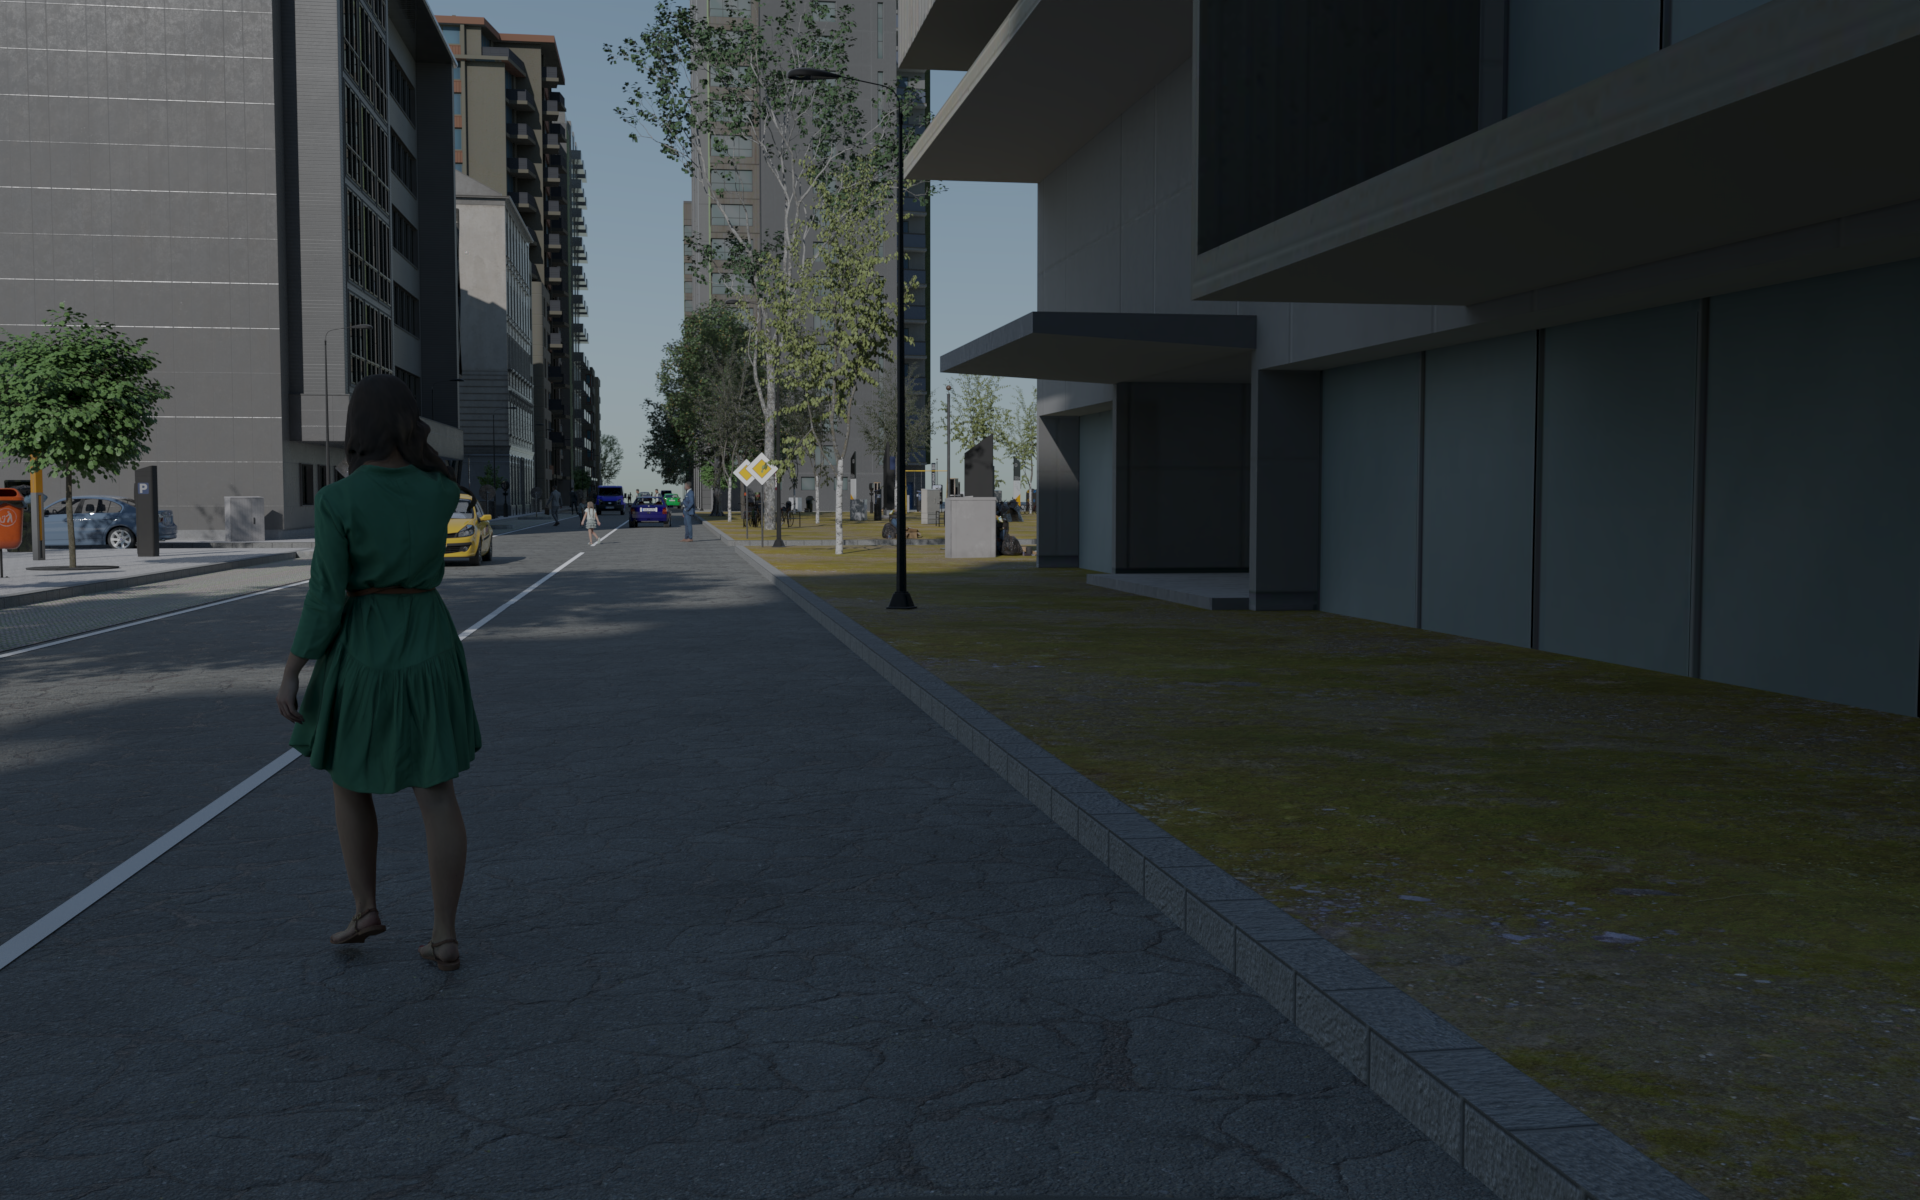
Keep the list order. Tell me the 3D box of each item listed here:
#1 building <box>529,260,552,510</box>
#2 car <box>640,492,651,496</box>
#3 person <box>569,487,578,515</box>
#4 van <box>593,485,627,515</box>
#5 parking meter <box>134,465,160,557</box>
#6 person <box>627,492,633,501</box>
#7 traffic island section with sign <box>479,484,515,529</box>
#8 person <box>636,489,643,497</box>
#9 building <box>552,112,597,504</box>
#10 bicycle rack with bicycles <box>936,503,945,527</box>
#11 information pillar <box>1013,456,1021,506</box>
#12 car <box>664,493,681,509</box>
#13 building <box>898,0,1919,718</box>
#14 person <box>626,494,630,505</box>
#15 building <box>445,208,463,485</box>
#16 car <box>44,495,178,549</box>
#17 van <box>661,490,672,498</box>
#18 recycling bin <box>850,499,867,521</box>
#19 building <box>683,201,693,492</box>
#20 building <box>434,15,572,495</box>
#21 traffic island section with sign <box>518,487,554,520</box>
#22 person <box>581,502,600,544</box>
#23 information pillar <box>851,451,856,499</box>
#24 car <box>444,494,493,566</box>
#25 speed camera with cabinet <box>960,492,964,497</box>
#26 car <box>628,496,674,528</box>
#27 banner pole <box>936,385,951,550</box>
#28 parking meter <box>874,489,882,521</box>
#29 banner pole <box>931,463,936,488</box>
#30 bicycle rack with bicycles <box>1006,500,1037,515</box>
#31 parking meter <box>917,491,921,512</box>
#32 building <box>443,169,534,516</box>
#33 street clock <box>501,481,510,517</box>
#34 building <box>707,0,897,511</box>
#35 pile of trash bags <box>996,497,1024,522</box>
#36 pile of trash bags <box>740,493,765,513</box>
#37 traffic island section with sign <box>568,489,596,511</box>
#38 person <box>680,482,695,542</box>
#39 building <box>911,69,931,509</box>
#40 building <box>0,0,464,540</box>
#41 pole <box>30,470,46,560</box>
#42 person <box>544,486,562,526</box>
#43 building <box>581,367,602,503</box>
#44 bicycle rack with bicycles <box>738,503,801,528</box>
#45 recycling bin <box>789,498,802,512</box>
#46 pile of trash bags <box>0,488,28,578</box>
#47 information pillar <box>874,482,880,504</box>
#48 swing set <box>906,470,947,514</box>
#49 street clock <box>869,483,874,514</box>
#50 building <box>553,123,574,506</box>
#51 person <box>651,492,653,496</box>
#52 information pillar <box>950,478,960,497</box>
[{"bbox_3d":[-46.687,-17.649,133.594,27.650,21.520,28.899,-1,4,-10],"label":"building"},{"bbox_3d":[-50.418,-16.409,276.963,2.281,1.827,5.304,-1,4,-11],"label":"car"},{"bbox_3d":[-26.838,-6.878,120.312,0.648,1.900,0.474,0,4,1],"label":"person"},{"bbox_3d":[-24.156,-7.055,119.738,2.240,2.365,5.245,-1,4,-10],"label":"van"},{"bbox_3d":[-16.655,-1.820,35.461,0.399,1.863,0.255,0,4,4],"label":"parking meter"},{"bbox_3d":[-50.290,-15.577,263.898,0.721,1.735,1.217,2,4,32],"label":"person"},{"bbox_3d":[-19.222,-3.788,70.561,1.989,1.847,2.006,-1,4,-10],"label":"traffic island section with sign"},{"bbox_3d":[-21.831,-6.661,117.762,0.721,1.781,0.623,-2,4,-32],"label":"person"},{"bbox_3d":[-58.260,-36.553,217.243,23.786,49.044,30.456,-1,4,-10],"label":"building"},{"bbox_3d":[0.113,-3.392,68.845,2.852,0.926,2.925,0,4,-3],"label":"bicycle rack with bicycles"},{"bbox_3d":[3.482,-7.032,106.320,0.504,3.616,0.183,-2,4,-32],"label":"information pillar"},{"bbox_3d":[-28.099,-9.770,168.539,1.959,1.807,4.718,-1,4,-11],"label":"car"},{"bbox_3d":[14.293,-26.250,18.431,28.713,52.752,27.495,-1,4,-10],"label":"building"},{"bbox_3d":[-44.376,-13.448,231.636,0.557,1.426,1.065,1,4,14],"label":"person"},{"bbox_3d":[-33.355,-13.300,84.902,16.820,18.784,16.811,-1,4,-10],"label":"building"},{"bbox_3d":[-22.194,-1.934,43.623,4.499,1.417,2.014,-1,4,-8],"label":"car"},{"bbox_3d":[-46.031,-16.327,271.324,2.240,2.365,5.245,-1,4,-10],"label":"van"},{"bbox_3d":[-4.920,-4.371,84.013,0.722,1.027,0.722,1,4,9],"label":"recycling bin"},{"bbox_3d":[-31.788,-34.298,244.359,14.154,41.232,14.086,-1,4,-10],"label":"building"},{"bbox_3d":[-48.322,-31.031,161.985,22.147,44.769,28.867,-1,4,-10],"label":"building"},{"bbox_3d":[-23.708,-5.414,97.141,1.989,1.847,2.006,-1,4,-10],"label":"traffic island section with sign"},{"bbox_3d":[-10.512,-2.188,49.293,0.505,1.210,0.382,-3,5,-43],"label":"person"},{"bbox_3d":[-5.794,-6.293,94.252,0.183,3.616,0.504,-2,4,-32],"label":"information pillar"},{"bbox_3d":[-10.615,-1.551,35.587,2.015,1.641,3.980,-1,4,-10],"label":"car"},{"bbox_3d":[0.360,-7.209,112.197,2.038,3.252,0.660,-1,4,-22],"label":"speed camera with cabinet"},{"bbox_3d":[-13.422,-3.824,75.106,1.945,1.354,3.894,0,4,-8],"label":"car"},{"bbox_3d":[-0.272,-3.065,40.135,0.401,3.779,0.863,0,4,-3],"label":"banner pole"},{"bbox_3d":[-3.952,-4.578,83.261,0.372,1.533,0.369,0,3,0],"label":"parking meter"},{"bbox_3d":[-1.760,-8.065,121.882,0.401,3.779,0.863,-3,5,-40],"label":"banner pole"},{"bbox_3d":[3.320,-5.794,108.119,2.852,0.926,2.925,-2,4,-35],"label":"bicycle rack with bicycles"},{"bbox_3d":[-2.962,-7.184,125.861,0.372,1.533,0.369,0,3,0],"label":"parking meter"},{"bbox_3d":[-32.407,-15.887,108.902,9.793,20.994,18.267,-1,4,-10],"label":"building"},{"bbox_3d":[-25.289,-5.614,96.363,0.471,2.002,0.358,3,4,38],"label":"street clock"},{"bbox_3d":[-12.615,-27.647,135.623,14.154,41.232,14.086,-1,4,-10],"label":"building"},{"bbox_3d":[1.379,-4.332,80.572,1.912,1.369,3.447,-3,5,-40],"label":"pile of trash bags"},{"bbox_3d":[-14.205,-6.715,119.543,1.912,1.369,3.447,-3,4,-37],"label":"pile of trash bags"},{"bbox_3d":[-32.054,-8.422,146.331,1.989,1.847,2.006,-1,4,-10],"label":"traffic island section with sign"},{"bbox_3d":[-8.126,-2.639,51.833,0.419,1.800,0.721,-1,4,-21],"label":"person"},{"bbox_3d":[-13.366,-37.613,156.966,21.231,58.520,28.212,-1,4,-10],"label":"building"},{"bbox_3d":[-26.749,-14.819,61.363,14.314,24.678,30.058,-1,4,-10],"label":"building"},{"bbox_3d":[-17.848,-2.424,33.469,0.158,3.312,0.155,0,3,0],"label":"pole"},{"bbox_3d":[-18.251,-4.241,77.955,0.853,1.813,0.709,2,4,32],"label":"person"},{"bbox_3d":[-65.885,-24.600,247.242,27.650,21.520,28.899,-1,4,-10],"label":"building"},{"bbox_3d":[-7.441,-3.280,67.005,2.852,0.926,2.925,1,4,10],"label":"bicycle rack with bicycles"},{"bbox_3d":[-11.795,-6.818,124.033,0.722,1.027,0.722,1,4,20],"label":"recycling bin"},{"bbox_3d":[-15.571,-0.956,25.378,3.447,1.369,1.912,-3,5,-41],"label":"pile of trash bags"},{"bbox_3d":[-5.242,-6.437,109.733,0.304,2.012,0.304,3,4,38],"label":"information pillar"},{"bbox_3d":[-2.344,-7.162,114.714,3.119,2.851,2.862,0,4,-5],"label":"swing set"},{"bbox_3d":[-5.810,-6.681,113.803,0.358,2.002,0.471,1,4,13],"label":"street clock"},{"bbox_3d":[-48.929,-30.634,184.464,14.154,41.232,14.086,-1,4,-10],"label":"building"},{"bbox_3d":[-45.797,-15.150,256.925,0.721,1.743,1.217,0,4,-1],"label":"person"},{"bbox_3d":[-0.280,-4.625,80.110,0.304,2.012,0.304,2,4,35],"label":"information pillar"}]
